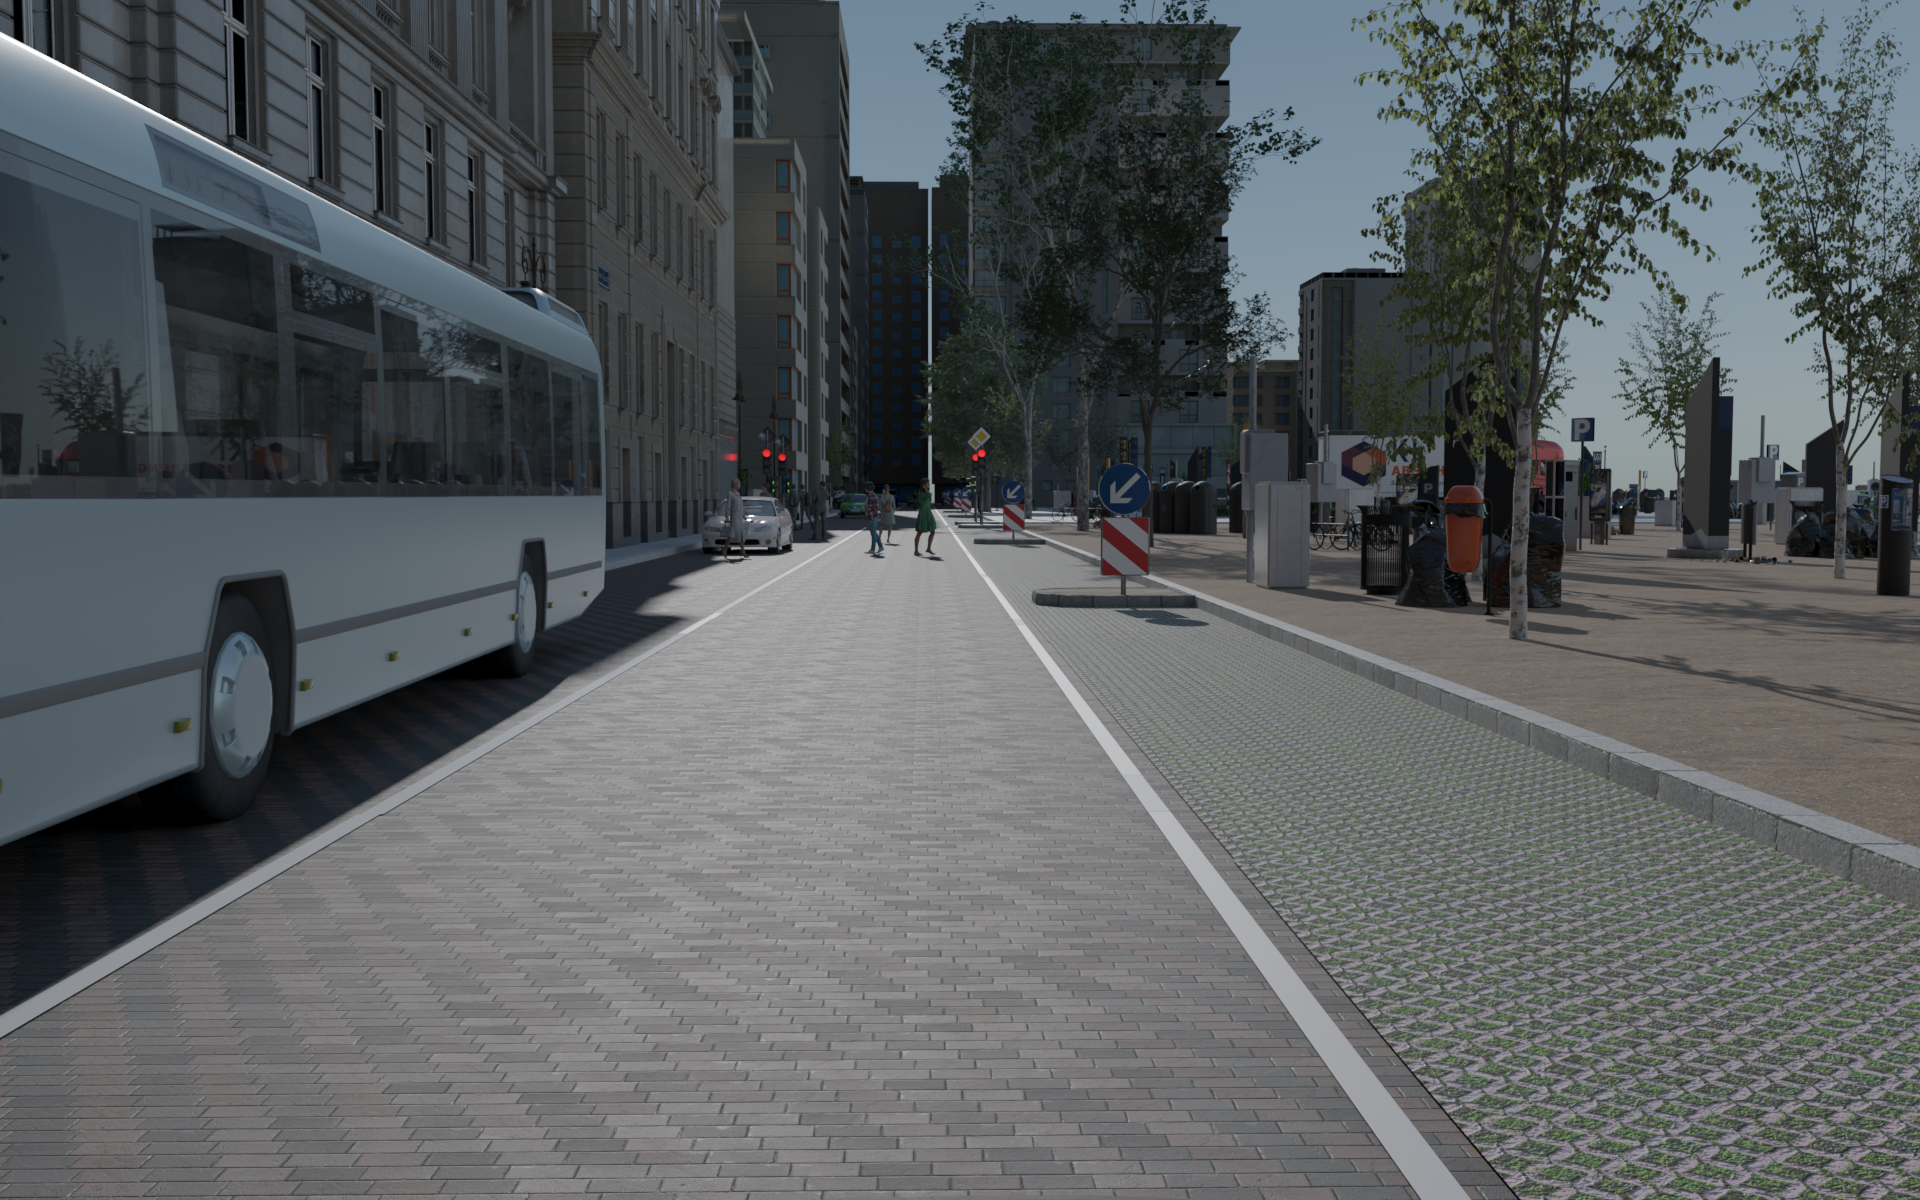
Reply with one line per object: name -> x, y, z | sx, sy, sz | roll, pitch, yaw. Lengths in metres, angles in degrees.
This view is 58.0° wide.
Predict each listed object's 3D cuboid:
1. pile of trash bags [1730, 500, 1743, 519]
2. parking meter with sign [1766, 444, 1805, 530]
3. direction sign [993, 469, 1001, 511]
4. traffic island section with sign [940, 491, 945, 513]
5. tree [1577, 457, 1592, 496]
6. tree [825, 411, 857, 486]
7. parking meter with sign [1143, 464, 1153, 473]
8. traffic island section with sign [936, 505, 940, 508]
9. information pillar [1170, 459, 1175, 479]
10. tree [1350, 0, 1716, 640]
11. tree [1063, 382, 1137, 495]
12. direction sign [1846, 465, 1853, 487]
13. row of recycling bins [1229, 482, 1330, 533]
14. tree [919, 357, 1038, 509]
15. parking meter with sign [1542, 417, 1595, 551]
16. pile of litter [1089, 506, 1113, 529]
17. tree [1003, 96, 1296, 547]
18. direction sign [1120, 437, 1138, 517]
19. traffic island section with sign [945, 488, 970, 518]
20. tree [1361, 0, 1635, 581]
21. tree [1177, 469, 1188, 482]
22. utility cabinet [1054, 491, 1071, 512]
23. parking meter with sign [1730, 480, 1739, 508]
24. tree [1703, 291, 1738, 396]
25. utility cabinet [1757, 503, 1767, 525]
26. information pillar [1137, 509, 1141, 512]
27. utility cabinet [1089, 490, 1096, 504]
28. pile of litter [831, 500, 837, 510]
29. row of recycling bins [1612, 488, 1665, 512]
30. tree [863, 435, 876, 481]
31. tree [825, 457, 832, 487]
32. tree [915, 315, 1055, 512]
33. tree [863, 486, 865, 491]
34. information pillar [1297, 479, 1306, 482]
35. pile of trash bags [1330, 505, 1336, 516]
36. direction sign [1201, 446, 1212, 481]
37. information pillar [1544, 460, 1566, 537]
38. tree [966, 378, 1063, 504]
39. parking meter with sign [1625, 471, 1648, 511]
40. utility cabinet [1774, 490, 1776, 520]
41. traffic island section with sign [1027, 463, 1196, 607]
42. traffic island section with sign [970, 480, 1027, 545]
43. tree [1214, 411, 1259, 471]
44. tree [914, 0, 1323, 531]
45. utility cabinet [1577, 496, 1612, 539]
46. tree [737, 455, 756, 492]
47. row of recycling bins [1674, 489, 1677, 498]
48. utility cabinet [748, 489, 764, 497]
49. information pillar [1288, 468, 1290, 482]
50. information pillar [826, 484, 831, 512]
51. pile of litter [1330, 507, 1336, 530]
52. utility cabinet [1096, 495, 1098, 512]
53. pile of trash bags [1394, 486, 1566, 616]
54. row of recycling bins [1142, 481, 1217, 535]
pile of trash bags -> 40.475, -4.831, 88.734 | 1.912, 1.369, 3.447 | -2, 4, -33
parking meter with sign -> 28.925, -3.911, 60.208 | 0.543, 3.016, 1.738 | -2, 4, -25
direction sign -> 2.810, -8.545, 131.711 | 0.876, 3.537, 0.379 | -3, 5, -42
traffic island section with sign -> -0.315, -7.576, 132.488 | 1.989, 1.847, 2.006 | 0, 4, -1
tree -> 32.395, -5.884, 90.798 | 1.663, 3.219, 1.824 | 0, 3, 0
tree -> -10.926, -12.392, 152.969 | 4.737, 8.622, 4.395 | 0, 3, 0
parking meter with sign -> 10.797, -6.341, 99.934 | 0.543, 3.016, 1.738 | 0, 4, 2
traffic island section with sign -> -1.361, -10.651, 182.779 | 1.989, 1.847, 2.006 | 0, 4, -1
information pillar -> 14.227, -7.592, 115.481 | 0.504, 3.616, 0.183 | 1, 4, 13
tree -> 5.167, -3.963, 15.162 | 4.360, 8.622, 3.978 | 0, 3, 0
tree -> 9.164, -9.835, 111.160 | 4.360, 8.622, 3.978 | 0, 3, 0
direction sign -> 74.601, -9.399, 145.670 | 0.876, 3.537, 0.379 | -1, 4, -23
row of recycling bins -> 10.648, -3.079, 57.448 | 3.534, 1.692, 1.069 | -1, 4, -16
tree -> 1.603, -14.691, 150.563 | 12.009, 13.543, 11.850 | 0, 3, 0
parking meter with sign -> 13.569, -2.619, 39.082 | 1.738, 3.016, 0.543 | -3, 4, -39
pile of litter -> 5.462, -3.095, 64.563 | 1.719, 0.858, 1.176 | 1, 4, 22
tree -> 4.307, -6.564, 41.732 | 7.601, 10.594, 8.767 | -3, 4, -36
direction sign -> 6.706, -4.703, 68.894 | 0.876, 3.537, 0.379 | -2, 4, -31
traffic island section with sign -> 0.247, -5.907, 105.214 | 1.989, 1.847, 2.006 | 0, 4, -1
tree -> 7.811, -4.605, 25.652 | 4.737, 8.622, 4.395 | 0, 3, 0
tree -> 17.590, -8.595, 135.129 | 1.663, 3.219, 1.824 | 0, 3, 0
utility cabinet -> 7.109, -6.841, 120.525 | 1.173, 1.500, 0.318 | 0, 4, 5
parking meter with sign -> 42.200, -6.021, 94.704 | 1.738, 3.016, 0.543 | 2, 4, 33
tree -> 24.847, -6.696, 59.847 | 4.737, 8.622, 4.395 | 0, 3, 0
utility cabinet -> 33.459, -3.776, 72.905 | 0.306, 1.237, 1.020 | -2, 4, -23
information pillar -> 12.763, -7.288, 123.658 | 0.304, 2.012, 0.304 | 1, 4, 17
utility cabinet -> 7.831, -6.010, 106.947 | 1.173, 1.500, 0.318 | 3, 4, 39
pile of litter -> -10.685, -7.952, 143.984 | 1.176, 0.858, 1.719 | 2, 4, 32
row of recycling bins -> 48.354, -7.121, 123.547 | 3.534, 1.692, 1.069 | 1, 4, 11
tree -> -12.513, -16.215, 215.479 | 4.360, 8.622, 3.978 | 0, 3, 0
tree -> -10.645, -8.430, 121.550 | 4.285, 4.588, 4.351 | 0, 3, 0
tree -> 1.816, -13.201, 122.498 | 9.857, 13.997, 8.962 | 0, 3, 0
tree -> -12.381, -13.094, 208.682 | 1.663, 3.219, 1.824 | 0, 3, 0
information pillar -> 16.759, -4.925, 85.021 | 0.304, 2.012, 0.304 | -2, 4, -34
pile of trash bags -> 19.525, -4.892, 89.739 | 1.912, 1.369, 3.447 | -3, 4, -37
direction sign -> 11.725, -5.531, 82.432 | 0.379, 3.537, 0.876 | -1, 4, -22
information pillar -> 12.722, -1.991, 37.047 | 0.304, 2.012, 0.304 | -1, 4, -19
tree -> 3.447, -9.777, 110.213 | 4.360, 8.622, 3.978 | 0, 3, 0
parking meter with sign -> 50.904, -8.224, 130.729 | 0.543, 3.016, 1.738 | -3, 5, -41
utility cabinet -> 40.515, -4.731, 86.038 | 1.173, 1.500, 0.318 | 2, 4, 30
traffic island section with sign -> 1.961, -0.860, 22.686 | 1.989, 1.847, 2.006 | 0, 4, -1
traffic island section with sign -> 1.393, -2.508, 49.635 | 1.989, 1.847, 2.006 | 0, 4, -1
tree -> 24.659, -12.377, 152.725 | 4.737, 8.622, 4.395 | 0, 3, 0
tree -> 5.170, -12.387, 58.416 | 12.611, 20.169, 13.585 | 0, 3, 0
utility cabinet -> 18.312, -2.384, 50.139 | 0.306, 1.237, 1.020 | -3, 5, -43
tree -> -9.785, -4.831, 73.588 | 1.663, 3.219, 1.824 | 0, 3, 0
row of recycling bins -> 64.624, -8.918, 152.927 | 3.534, 1.692, 1.069 | 1, 4, 13
utility cabinet -> -9.477, -4.388, 80.424 | 0.318, 1.500, 1.173 | 1, 4, 19
information pillar -> 26.994, -9.244, 142.501 | 0.183, 3.616, 0.504 | -1, 4, -22
information pillar -> -9.432, -7.311, 124.023 | 0.304, 2.012, 0.304 | -1, 4, -17
pile of litter -> 13.143, -2.838, 60.367 | 1.719, 0.858, 1.176 | 2, 4, 28
utility cabinet -> 9.544, -6.720, 121.033 | 1.020, 1.237, 0.306 | -2, 4, -35
pile of trash bags -> 5.889, -0.611, 19.742 | 1.912, 1.369, 3.447 | 1, 4, 21
row of recycling bins -> 7.133, -3.011, 56.347 | 1.069, 1.692, 3.534 | -2, 4, -29
